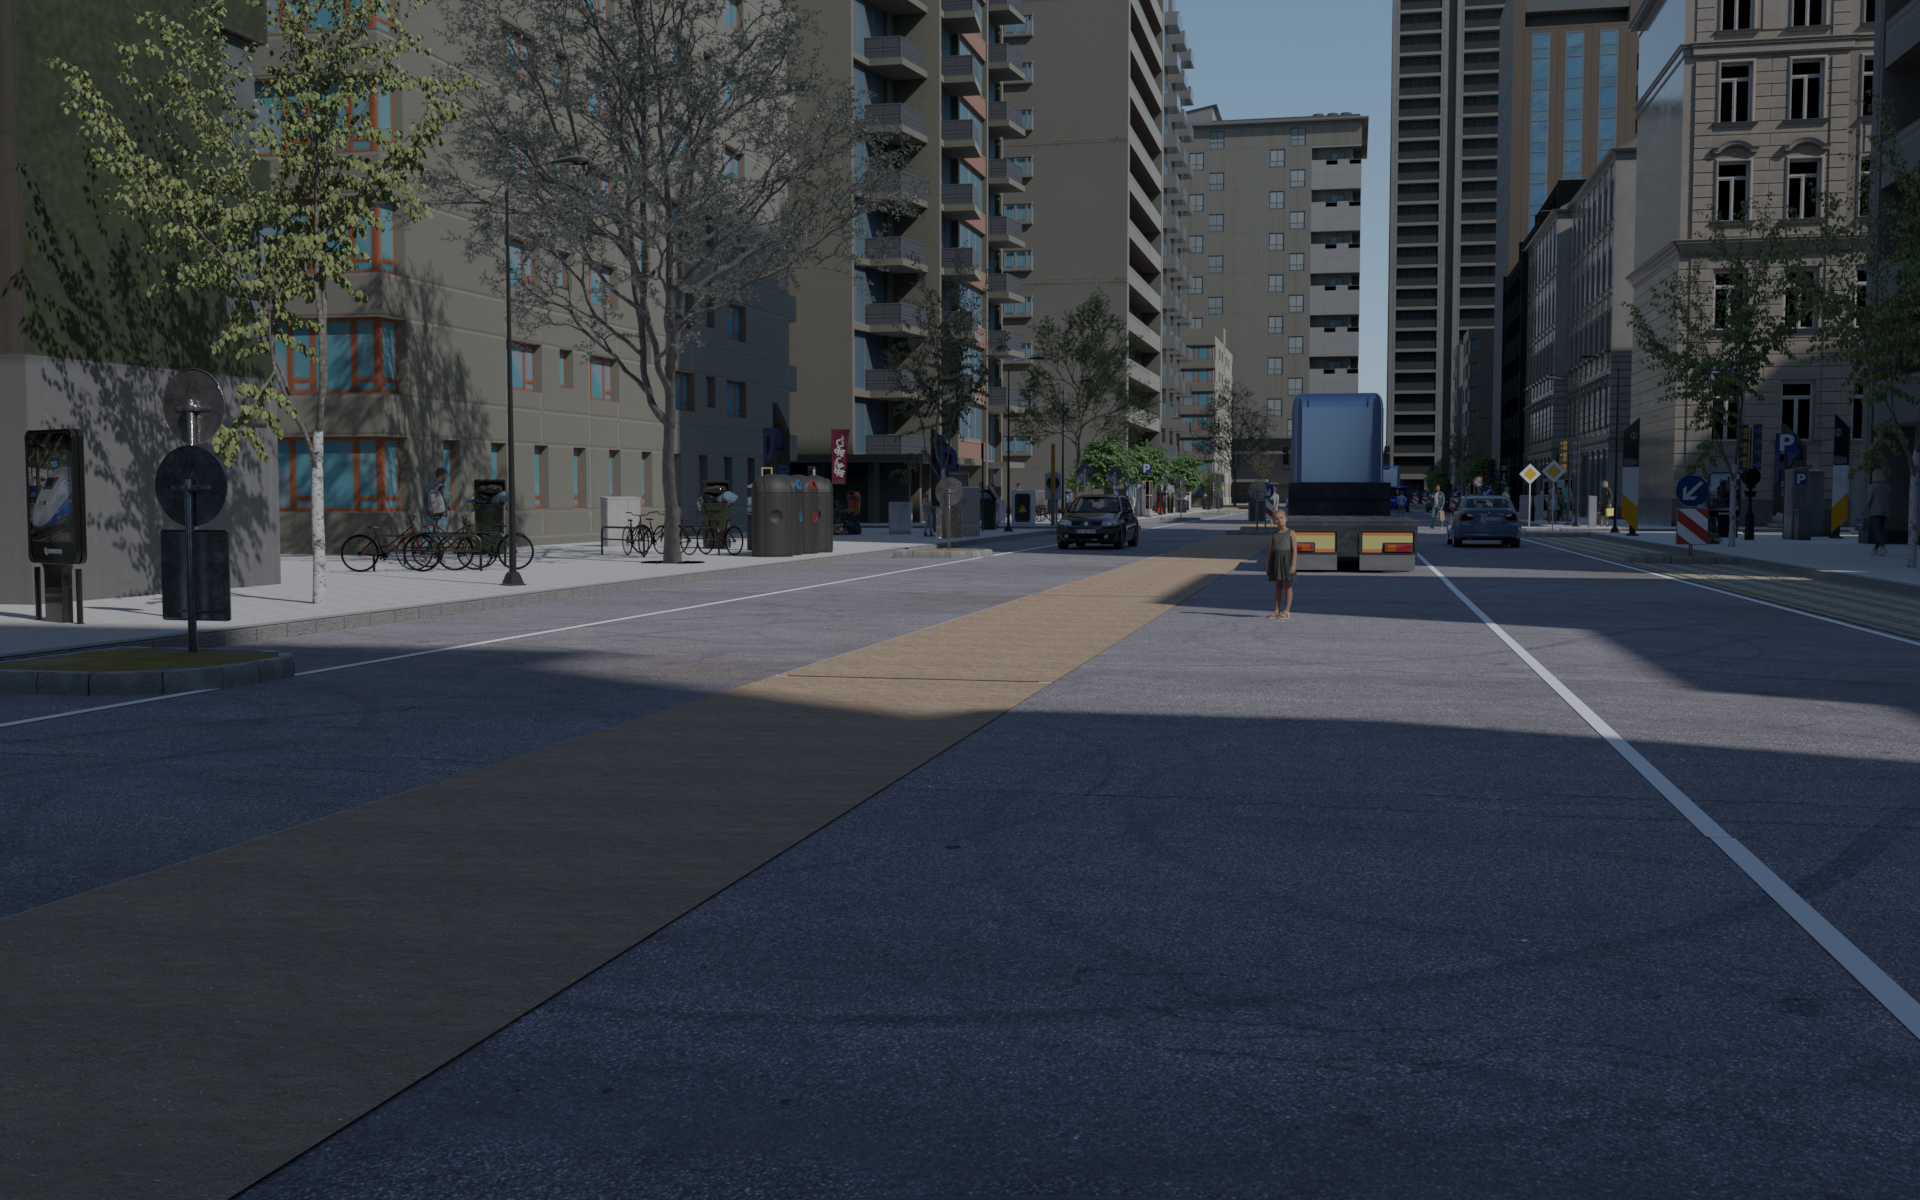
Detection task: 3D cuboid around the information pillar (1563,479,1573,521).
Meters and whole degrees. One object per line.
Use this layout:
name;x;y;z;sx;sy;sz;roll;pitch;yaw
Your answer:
information pillar;29.189;-4.809;83.118;0.304;2.012;0.304;3;5;44

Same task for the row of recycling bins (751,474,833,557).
row of recycling bins;-3.576;-1.816;36.806;1.069;1.692;3.534;1;4;14

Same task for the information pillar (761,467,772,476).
information pillar;-5.322;-2.642;47.688;0.304;2.012;0.304;-1;4;-11

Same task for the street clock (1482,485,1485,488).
street clock;39.411;-7.666;129.904;0.471;2.002;0.358;0;4;8

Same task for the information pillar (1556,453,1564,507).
information pillar;34.213;-6.574;98.842;0.504;3.616;0.183;1;4;14

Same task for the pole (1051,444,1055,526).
pole;3.759;-4.655;69.955;0.158;3.312;0.155;0;3;0

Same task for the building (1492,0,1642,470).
building;53.156;-30.377;146.768;14.600;45.320;14.200;1;4;13

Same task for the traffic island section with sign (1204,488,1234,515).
traffic island section with sign;18.098;-6.864;120.862;1.989;1.847;2.006;1;4;13

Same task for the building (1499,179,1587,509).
building;47.563;-18.334;129.439;12.332;23.373;15.834;1;4;13

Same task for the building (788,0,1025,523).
building;-8.855;-26.594;89.441;22.147;44.769;28.867;1;4;13

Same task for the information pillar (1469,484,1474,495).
information pillar;36.128;-7.212;122.400;0.304;2.012;0.304;0;4;6

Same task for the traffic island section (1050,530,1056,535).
traffic island section;4.430;-2.435;62.091;2.009;0.180;2.903;1;4;13

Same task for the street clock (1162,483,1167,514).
street clock;12.928;-6.411;109.386;0.358;2.002;0.471;0;4;8

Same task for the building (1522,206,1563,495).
building;42.671;-16.148;113.168;9.793;20.994;18.267;1;4;13

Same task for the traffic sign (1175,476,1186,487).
traffic sign;15.207;-7.302;119.487;0.768;2.556;0.104;1;4;20

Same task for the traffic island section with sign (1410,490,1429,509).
traffic island section with sign;44.361;-9.600;165.582;1.989;1.847;2.006;1;4;13

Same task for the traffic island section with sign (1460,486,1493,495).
traffic island section with sign;27.295;-4.997;90.330;1.989;1.847;2.006;1;4;13

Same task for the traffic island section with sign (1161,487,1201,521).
traffic island section with sign;12.047;-5.231;94.161;1.989;1.847;2.006;1;4;13

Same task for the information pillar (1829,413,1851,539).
information pillar;25.363;-3.580;49.882;0.183;3.616;0.504;-2;4;-24

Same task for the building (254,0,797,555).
building;-23.080;-12.681;52.382;28.899;21.520;27.650;1;4;13

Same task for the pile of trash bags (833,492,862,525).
pile of trash bags;-5.470;-3.838;72.506;3.447;1.369;1.912;3;4;38

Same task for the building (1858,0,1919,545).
building;31.565;-24.927;31.254;21.300;48.544;21.600;1;4;13

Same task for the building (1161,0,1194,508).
building;9.743;-33.109;160.935;23.786;49.044;30.456;1;4;13

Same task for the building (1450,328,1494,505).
building;69.757;-21.234;192.221;27.650;21.520;28.899;1;4;13

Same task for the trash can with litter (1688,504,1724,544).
trash can with litter;19.295;-2.047;44.854;0.624;1.170;1.055;-2;4;-27

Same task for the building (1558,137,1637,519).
building;39.234;-15.019;94.706;9.793;20.994;18.267;1;4;13

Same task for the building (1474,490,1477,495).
building;66.000;-28.936;164.983;32.217;40.220;23.993;1;4;13

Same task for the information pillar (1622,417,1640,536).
information pillar;20.558;-3.773;53.050;0.504;3.616;0.183;3;5;44

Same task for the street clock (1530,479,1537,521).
street clock;26.850;-4.684;81.148;0.358;2.002;0.471;1;4;17

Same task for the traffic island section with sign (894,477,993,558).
traffic island section with sign;-0.317;-1.894;39.588;1.989;1.847;2.006;1;4;13

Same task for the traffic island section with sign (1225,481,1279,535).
traffic island section with sign;10.426;-3.232;60.978;2.006;1.907;1.989;1;4;13

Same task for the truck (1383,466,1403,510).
truck;39.065;-10.310;158.324;2.967;4.110;18.799;1;4;14

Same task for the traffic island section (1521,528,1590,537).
traffic island section;20.074;-2.218;58.552;2.009;0.180;2.903;1;4;13

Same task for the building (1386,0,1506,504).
building;67.686;-48.443;230.297;20.611;71.187;20.563;1;4;13

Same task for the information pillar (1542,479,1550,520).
information pillar;28.805;-4.932;85.123;0.304;2.012;0.304;1;4;17

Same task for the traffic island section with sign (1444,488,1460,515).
traffic island section with sign;33.358;-6.630;117.030;1.989;1.847;2.006;1;4;13

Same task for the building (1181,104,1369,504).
building;44.432;-39.836;240.551;27.495;52.752;28.713;1;4;13

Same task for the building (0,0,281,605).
building;-18.036;-15.102;18.617;14.160;30.474;14.107;1;4;13

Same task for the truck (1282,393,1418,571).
truck;8.895;-3.101;40.467;2.967;4.110;18.799;1;4;11

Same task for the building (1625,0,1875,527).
building;41.100;-16.697;70.264;25.104;27.353;12.463;1;4;13

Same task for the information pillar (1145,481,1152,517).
information pillar;10.395;-5.566;95.490;0.304;2.012;0.304;2;4;33

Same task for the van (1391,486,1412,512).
van;34.868;-8.177;138.083;2.240;2.365;5.245;1;4;14

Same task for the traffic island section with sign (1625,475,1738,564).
traffic island section with sign;15.024;-1.684;36.167;1.989;1.847;2.006;1;4;13

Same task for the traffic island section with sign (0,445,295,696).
traffic island section with sign;-6.286;-0.286;13.300;1.989;1.847;2.006;1;4;13

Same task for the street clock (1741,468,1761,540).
street clock;21.964;-2.665;48.139;0.471;2.002;0.358;-1;4;-13

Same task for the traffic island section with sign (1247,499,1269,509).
traffic island section with sign;29.124;-9.837;169.464;1.989;1.847;2.006;1;4;13

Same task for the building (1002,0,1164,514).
building;2.700;-30.568;123.486;21.300;48.544;21.600;1;4;13

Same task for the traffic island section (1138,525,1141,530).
traffic island section;6.195;-2.911;69.879;2.009;0.180;2.903;1;4;13

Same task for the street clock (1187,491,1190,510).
street clock;17.808;-7.996;135.297;0.471;2.002;0.358;1;4;16

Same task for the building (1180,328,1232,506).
building;16.752;-22.059;205.701;28.899;21.520;27.650;1;4;13
